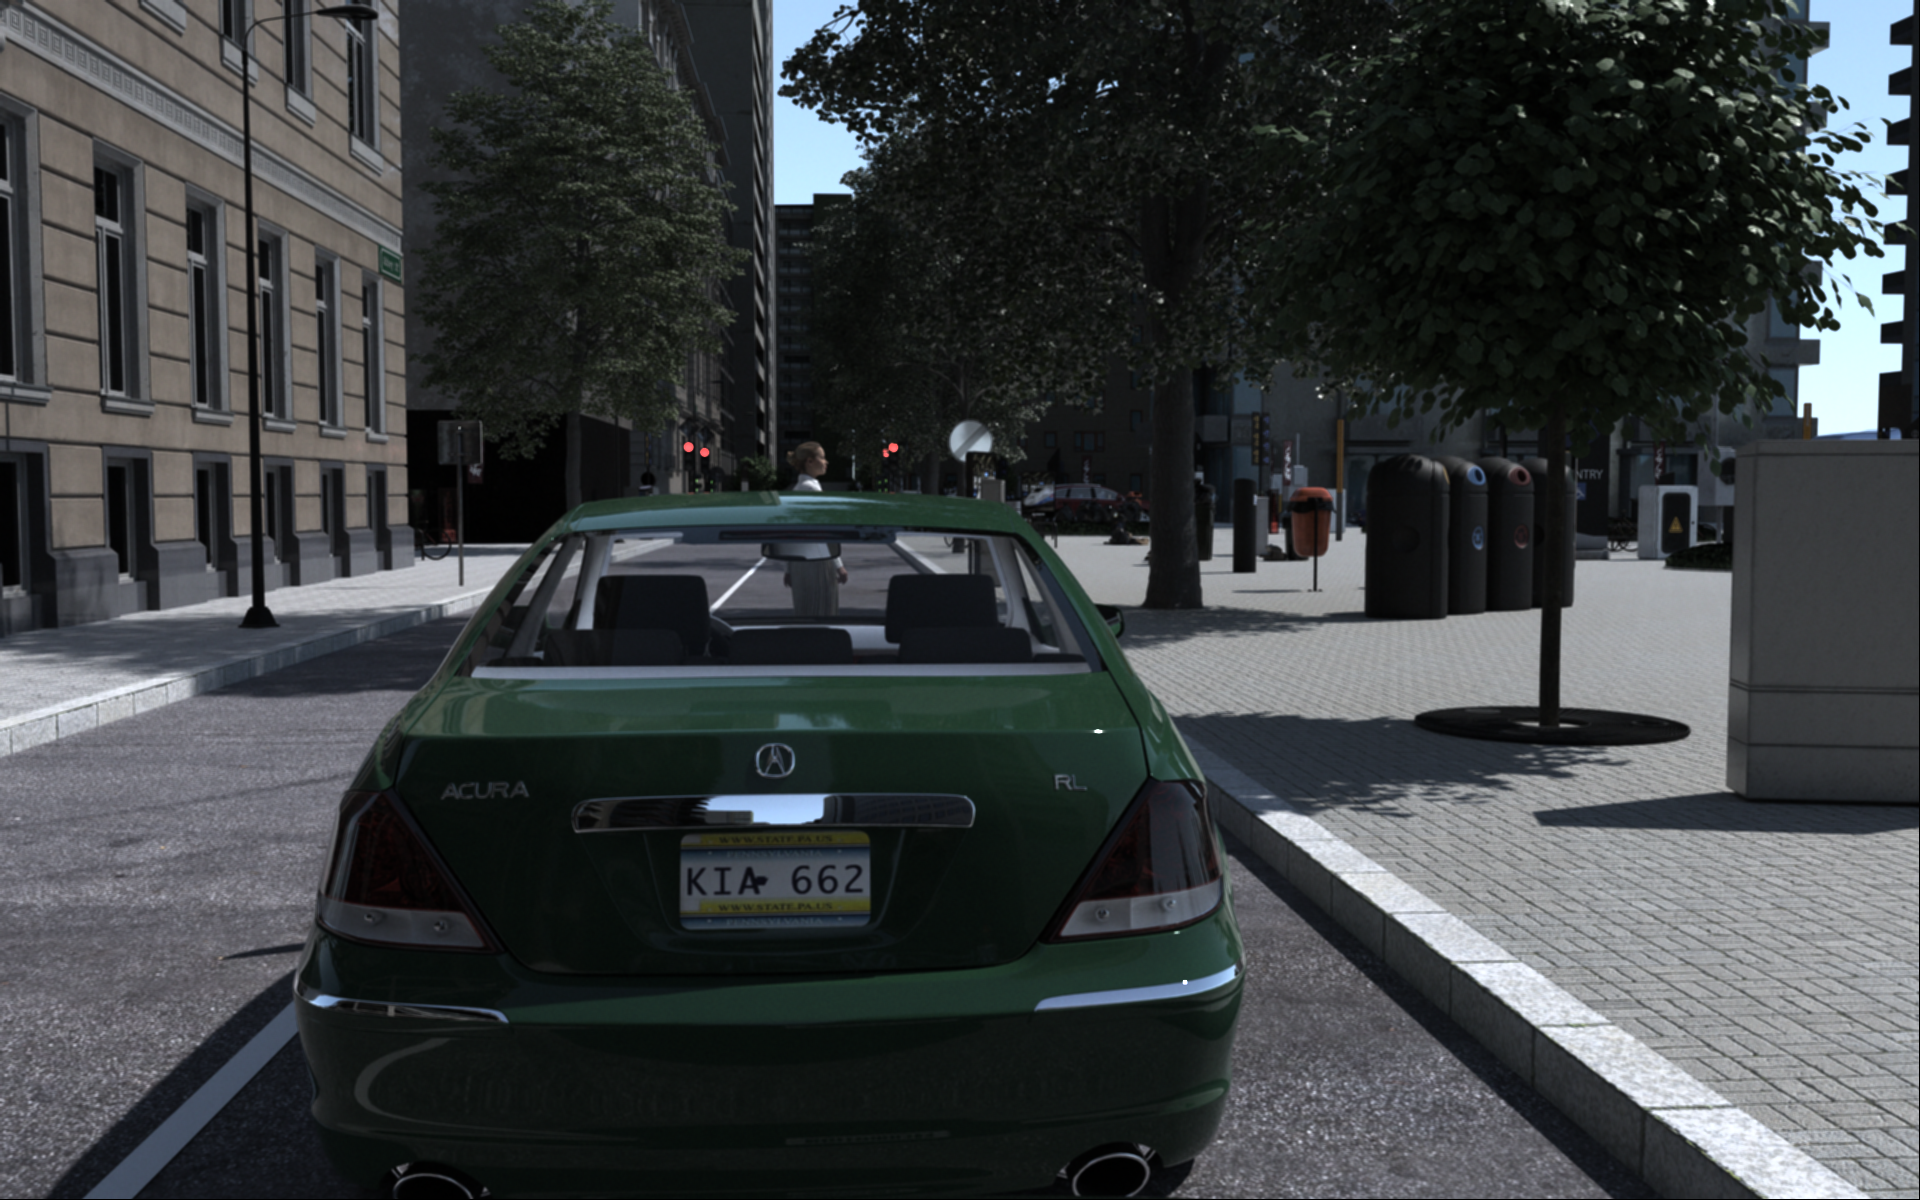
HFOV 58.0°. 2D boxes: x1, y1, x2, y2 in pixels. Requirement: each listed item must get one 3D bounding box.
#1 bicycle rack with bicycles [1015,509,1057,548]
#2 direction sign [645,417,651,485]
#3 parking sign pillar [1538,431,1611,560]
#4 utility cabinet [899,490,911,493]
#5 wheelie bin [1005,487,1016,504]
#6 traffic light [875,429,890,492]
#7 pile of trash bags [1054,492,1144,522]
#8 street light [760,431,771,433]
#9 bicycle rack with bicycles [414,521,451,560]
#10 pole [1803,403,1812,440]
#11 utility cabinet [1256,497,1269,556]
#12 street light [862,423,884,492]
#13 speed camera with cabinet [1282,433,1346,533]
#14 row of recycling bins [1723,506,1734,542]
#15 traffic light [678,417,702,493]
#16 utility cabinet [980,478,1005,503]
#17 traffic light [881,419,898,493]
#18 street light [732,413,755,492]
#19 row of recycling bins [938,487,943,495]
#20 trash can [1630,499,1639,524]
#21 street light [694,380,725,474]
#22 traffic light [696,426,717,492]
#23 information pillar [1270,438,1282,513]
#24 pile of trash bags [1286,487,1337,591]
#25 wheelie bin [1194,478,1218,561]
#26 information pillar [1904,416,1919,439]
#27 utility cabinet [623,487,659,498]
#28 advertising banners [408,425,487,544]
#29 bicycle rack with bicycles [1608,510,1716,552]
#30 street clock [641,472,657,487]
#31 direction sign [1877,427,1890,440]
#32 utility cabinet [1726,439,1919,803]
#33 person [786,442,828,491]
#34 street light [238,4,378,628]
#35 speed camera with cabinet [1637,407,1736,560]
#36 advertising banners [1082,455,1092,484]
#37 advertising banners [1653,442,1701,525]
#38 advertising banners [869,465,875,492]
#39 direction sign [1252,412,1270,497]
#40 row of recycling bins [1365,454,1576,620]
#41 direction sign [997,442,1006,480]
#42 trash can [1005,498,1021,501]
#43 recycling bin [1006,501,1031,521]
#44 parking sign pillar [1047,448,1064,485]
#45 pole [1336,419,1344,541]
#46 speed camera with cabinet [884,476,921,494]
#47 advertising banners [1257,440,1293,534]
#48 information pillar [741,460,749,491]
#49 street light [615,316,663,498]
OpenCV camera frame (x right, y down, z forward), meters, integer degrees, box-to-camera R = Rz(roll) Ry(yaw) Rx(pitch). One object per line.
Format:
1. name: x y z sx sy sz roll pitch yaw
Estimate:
1. bicycle rack with bicycles: 1.092 -1.722 41.537 2.852 0.926 2.925 -1 4 -17
2. direction sign: -9.032 -3.559 50.187 0.379 3.537 0.876 0 4 -1
3. parking sign pillar: 12.101 -2.794 34.159 1.447 3.967 1.447 0 4 -4
4. utility cabinet: -3.362 -5.632 100.759 1.173 1.500 0.318 -3 5 -44
5. wheelie bin: 2.862 -5.629 99.942 0.980 1.594 0.693 3 5 45
6. traffic light: -3.068 -5.050 71.484 0.839 4.253 0.868 0 4 -4
7. pile of trash bags: 5.142 -3.223 62.443 3.447 1.369 1.912 -2 4 -32
8. street light: -14.588 -9.479 127.529 1.470 5.913 1.316 0 4 -4
9. bicycle rack with bicycles: -11.489 -1.189 32.817 2.925 0.926 2.852 0 4 7
10. pole: 18.974 -2.753 38.861 0.158 3.312 0.155 0 3 0
11. utility cabinet: 6.164 -1.537 36.300 0.306 1.237 1.020 0 4 -8
12. street light: -4.518 -7.140 89.278 1.470 5.913 1.316 0 4 -4
13. speed camera with cabinet: 11.625 -3.826 56.889 2.038 3.252 0.660 -1 4 -14
14. row of recycling bins: 20.509 -2.197 43.035 1.069 1.692 3.534 -2 4 -26
15. traffic light: -9.813 -4.528 62.959 0.839 4.253 0.868 0 4 -4
16. utility cabinet: 0.475 -0.962 24.404 0.318 1.500 1.173 0 4 4
17. traffic light: -2.473 -4.563 63.521 0.839 4.253 0.868 0 4 -4
18. street light: -12.470 -7.740 99.095 1.470 5.913 1.316 0 4 -4
19. row of recycling bins: 0.416 -5.619 98.989 3.534 1.692 1.069 -1 4 -10
20. trash can: 21.682 -2.661 55.158 0.748 1.137 0.748 0 3 0
21. street light: -10.292 -6.011 70.821 1.470 5.913 1.316 0 4 -4
22. traffic light: -10.408 -5.015 70.922 0.839 4.253 0.868 0 4 -4
23. information pillar: 13.086 -4.918 71.764 0.504 3.616 0.183 0 4 -1
24. pile of trash bags: 6.082 -0.818 23.119 3.447 1.369 1.912 0 4 -3
25. wheelie bin: 4.625 -1.571 33.589 0.693 1.594 0.980 1 4 15
26. information pillar: 28.356 -3.683 51.575 0.183 3.616 0.504 -2 4 -32
27. utility cabinet: -9.689 -2.695 52.738 1.173 1.500 0.318 2 4 31
28. advertising banners: -13.076 -2.931 44.117 2.074 3.025 0.090 0 4 -5
29. bicycle rack with bicycles: 14.856 -1.512 38.111 2.925 0.926 2.852 3 5 39
30. street clock: -10.195 -3.193 56.777 0.471 2.002 0.358 1 4 8
31. direction sign: 31.520 -4.110 59.189 0.379 3.537 0.876 0 4 5
32. utility cabinet: 3.861 0.091 7.199 1.173 1.500 0.318 1 4 9
33. person: -1.102 -0.211 12.171 0.641 1.798 0.478 -1 4 -11
34. street light: -6.223 -2.693 16.566 1.470 5.913 1.316 0 4 -4
35. speed camera with cabinet: 14.397 -2.431 34.079 2.038 3.252 0.660 -1 4 -17
36. advertising banners: 5.086 -5.034 78.490 2.074 3.025 0.090 2 4 35
37. advertising banners: 23.514 -3.713 56.889 0.090 3.025 2.074 -1 4 -22
38. advertising banners: -5.312 -6.526 102.887 0.090 3.025 2.074 -1 4 -16
39. direction sign: 8.312 -3.422 47.946 0.379 3.537 0.876 3 5 40
40. row of recycling bins: 5.596 -0.726 18.983 3.534 1.692 1.069 -3 5 -43
41. direction sign: 1.716 -5.029 74.221 0.379 3.537 0.876 -3 4 -36
42. trash can: 2.191 -3.654 71.391 0.748 1.137 0.748 0 3 0
43. recycling bin: 2.112 -3.025 62.007 0.722 1.027 0.722 -2 4 -34
44. parking sign pillar: 5.606 -6.912 101.481 1.447 3.967 1.447 -2 4 -26
45. pole: 10.396 -3.277 47.418 0.158 3.312 0.155 0 3 0
46. speed camera with cabinet: -3.073 -5.904 90.858 2.038 3.252 0.660 0 4 -8
47. advertising banners: 10.033 -3.622 55.407 2.074 3.025 0.090 -3 5 -43
48. information pillar: -14.635 -7.746 117.996 0.504 3.616 0.183 0 4 3
49. street light: -8.410 -4.444 45.195 1.470 5.913 1.316 0 4 -4
